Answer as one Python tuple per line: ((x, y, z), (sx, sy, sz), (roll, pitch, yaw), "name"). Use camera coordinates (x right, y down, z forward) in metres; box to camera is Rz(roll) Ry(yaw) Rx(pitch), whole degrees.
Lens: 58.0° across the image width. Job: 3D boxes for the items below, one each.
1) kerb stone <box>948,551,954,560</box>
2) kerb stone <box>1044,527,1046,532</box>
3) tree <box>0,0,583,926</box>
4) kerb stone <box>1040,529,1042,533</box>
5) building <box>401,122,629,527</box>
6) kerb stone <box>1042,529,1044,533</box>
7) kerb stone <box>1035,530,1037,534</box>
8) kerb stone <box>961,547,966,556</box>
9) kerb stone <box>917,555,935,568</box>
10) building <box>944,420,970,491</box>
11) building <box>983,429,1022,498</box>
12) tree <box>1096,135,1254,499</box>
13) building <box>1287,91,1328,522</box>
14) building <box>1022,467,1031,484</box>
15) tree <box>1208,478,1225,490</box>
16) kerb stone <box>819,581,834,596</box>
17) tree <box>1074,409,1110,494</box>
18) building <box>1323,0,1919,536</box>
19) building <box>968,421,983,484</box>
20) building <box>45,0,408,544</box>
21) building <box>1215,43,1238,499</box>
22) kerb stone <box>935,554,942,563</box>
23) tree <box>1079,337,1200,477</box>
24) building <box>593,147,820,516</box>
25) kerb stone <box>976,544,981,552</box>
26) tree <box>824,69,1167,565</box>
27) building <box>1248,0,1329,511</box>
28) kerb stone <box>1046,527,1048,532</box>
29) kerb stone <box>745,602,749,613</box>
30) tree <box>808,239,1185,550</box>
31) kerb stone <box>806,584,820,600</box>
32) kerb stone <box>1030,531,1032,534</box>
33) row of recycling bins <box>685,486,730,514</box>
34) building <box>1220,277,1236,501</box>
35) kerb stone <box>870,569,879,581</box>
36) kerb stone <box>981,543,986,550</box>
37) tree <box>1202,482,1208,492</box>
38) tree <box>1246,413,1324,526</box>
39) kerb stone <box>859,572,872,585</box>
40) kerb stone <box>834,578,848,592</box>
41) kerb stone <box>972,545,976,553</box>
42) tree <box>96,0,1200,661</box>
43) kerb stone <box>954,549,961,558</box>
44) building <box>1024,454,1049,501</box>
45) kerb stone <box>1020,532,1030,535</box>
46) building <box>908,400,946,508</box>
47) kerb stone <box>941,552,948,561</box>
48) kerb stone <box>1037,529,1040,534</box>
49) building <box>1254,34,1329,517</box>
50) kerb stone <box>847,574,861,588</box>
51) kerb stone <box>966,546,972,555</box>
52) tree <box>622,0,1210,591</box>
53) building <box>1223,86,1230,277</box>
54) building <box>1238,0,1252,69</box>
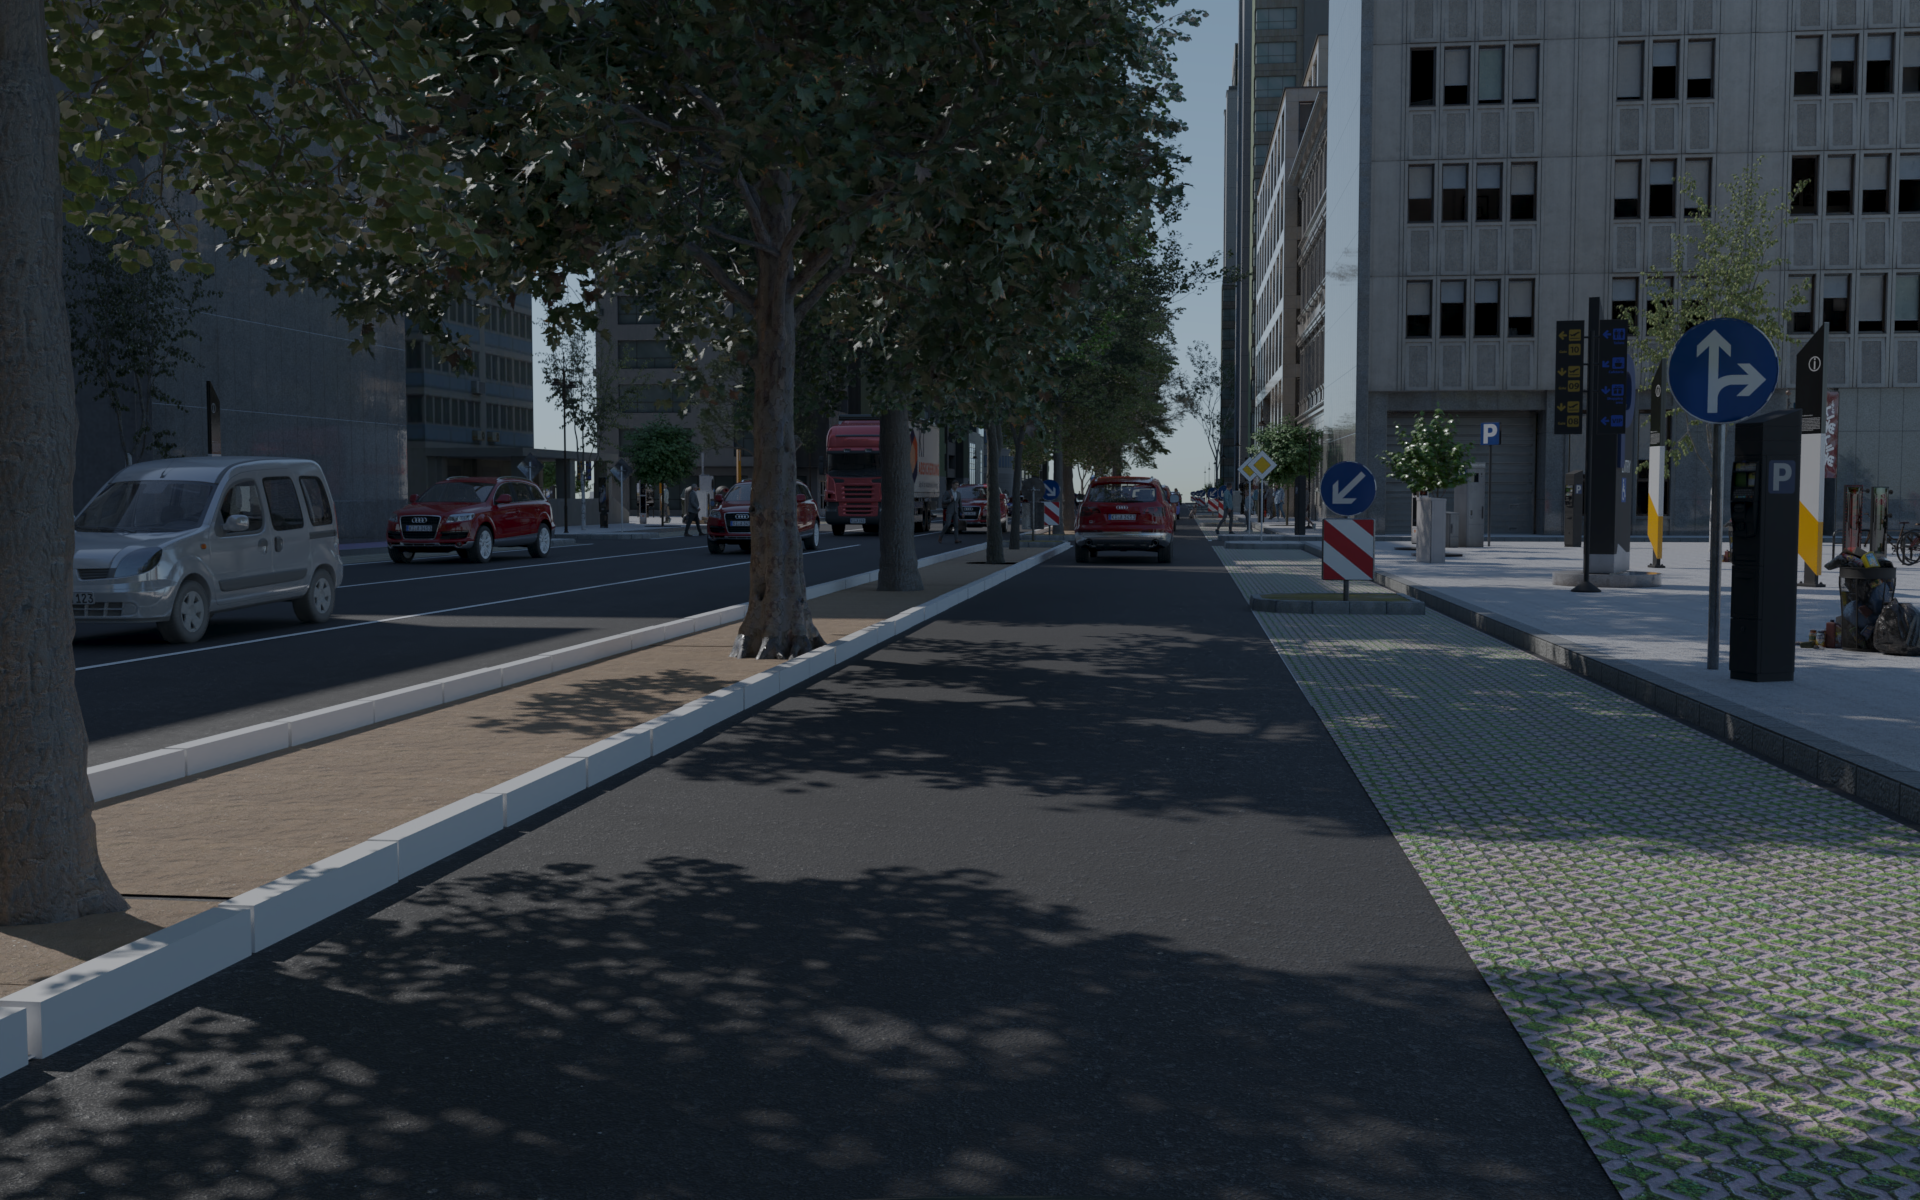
((-0.299, -0.948, 37.693), (0.120, 0.150, 1.000), (0, 4, 7), "kerb stone")
((2.983, -2.534, 63.620), (0.120, 0.150, 1.000), (0, 4, 7), "kerb stone")
((-3.095, -5.169, 5.102), (7.486, 12.596, 7.792), (0, 3, 0), "tree")
((2.723, -2.410, 61.592), (0.120, 0.150, 1.000), (0, 4, 7), "kerb stone")
((-31.480, -23.159, 70.538), (32.217, 40.220, 23.993), (0, 4, 7), "building")
((2.854, -2.469, 62.606), (0.120, 0.150, 1.000), (0, 4, 7), "kerb stone")
((2.470, -2.285, 59.547), (0.120, 0.150, 1.000), (0, 4, 7), "kerb stone")
((-0.037, -1.073, 39.731), (0.120, 0.150, 1.000), (0, 4, 7), "kerb stone")
((-0.684, -0.761, 34.641), (0.120, 0.150, 1.000), (0, 4, 7), "kerb stone")
((-6.879, -24.288, 168.805), (14.160, 30.474, 14.107), (0, 4, 7), "building")
((-3.494, -42.052, 229.545), (21.231, 58.520, 28.212), (0, 4, 7), "building")
((8.480, -14.189, 90.330), (12.611, 20.169, 13.585), (0, 3, 0), "tree")
((22.073, -15.072, 82.584), (11.583, 22.565, 21.152), (0, 4, 7), "building")
((-1.033, -39.118, 259.188), (23.786, 49.044, 30.456), (0, 4, 7), "building")
((28.111, -11.708, 186.027), (1.663, 3.219, 1.824), (0, 3, 0), "tree")
((-1.969, -0.139, 24.488), (0.120, 0.150, 1.000), (0, 4, 7), "kerb stone")
((5.269, -7.416, 74.075), (4.360, 8.622, 3.978), (0, 3, 0), "tree")
((22.913, -14.679, 58.024), (19.932, 24.808, 12.078), (0, 4, 7), "building")
((-8.233, -53.656, 189.955), (22.319, 86.520, 31.000), (0, 4, 7), "building")
((-25.929, -13.740, 42.675), (19.932, 24.808, 12.078), (0, 4, 7), "building")
((51.014, -51.085, 273.489), (20.563, 71.187, 20.611), (0, 4, 7), "building")
((-0.559, -0.823, 35.656), (0.120, 0.150, 1.000), (0, 4, 7), "kerb stone")
((9.277, -11.736, 104.710), (12.009, 13.543, 11.850), (0, 3, 0), "tree")
((-13.343, -20.397, 105.194), (14.160, 30.474, 14.107), (0, 4, 7), "building")
((0.350, -1.260, 42.790), (0.120, 0.150, 1.000), (0, 4, 7), "kerb stone")
((0.621, -6.533, 35.031), (9.928, 11.665, 9.643), (0, 3, 0), "tree")
((30.025, -27.751, 137.320), (14.154, 41.232, 14.086), (0, 4, 7), "building")
((3.110, -2.596, 64.637), (0.120, 0.150, 1.000), (0, 4, 7), "kerb stone")
((-2.473, 0.109, 20.419), (0.120, 0.150, 1.000), (0, 4, 7), "kerb stone")
((1.331, -6.546, 43.892), (8.767, 10.594, 7.601), (0, 4, 7), "tree")
((-2.088, -0.078, 23.472), (0.120, 0.150, 1.000), (0, 4, 7), "kerb stone")
((2.206, -2.160, 57.510), (0.120, 0.150, 1.000), (0, 4, 7), "kerb stone")
((-12.419, -4.945, 87.963), (3.534, 1.692, 1.069), (-3, 5, -42), "row of recycling bins")
((41.635, -28.035, 230.067), (14.160, 30.474, 14.107), (0, 4, 7), "building")
((-1.448, -0.389, 28.550), (0.120, 0.150, 1.000), (0, 4, 7), "kerb stone")
((0.477, -1.322, 43.805), (0.120, 0.150, 1.000), (0, 4, 7), "kerb stone")
((35.417, -15.372, 245.925), (1.663, 3.219, 1.824), (0, 3, 0), "tree")
((13.127, -5.262, 69.746), (4.285, 4.588, 4.351), (0, 3, 0), "tree")
((-1.589, -0.323, 27.532), (0.120, 0.150, 1.000), (0, 4, 7), "kerb stone")
((-1.845, -0.198, 25.503), (0.120, 0.150, 1.000), (0, 4, 7), "kerb stone")
((0.217, -1.198, 41.777), (0.120, 0.150, 1.000), (0, 4, 7), "kerb stone")
((-1.634, -5.835, 14.862), (9.611, 12.733, 9.660), (0, 3, 0), "tree")
((-0.167, -1.010, 38.713), (0.120, 0.150, 1.000), (0, 4, 7), "kerb stone")
((7.057, -31.199, 281.802), (14.160, 30.474, 14.107), (0, 4, 7), "building")
((2.082, -2.096, 56.486), (0.120, 0.150, 1.000), (0, 4, 7), "kerb stone")
((-9.120, -28.767, 153.932), (14.154, 41.232, 14.086), (0, 4, 7), "building")
((-0.430, -0.881, 36.673), (0.120, 0.150, 1.000), (0, 4, 7), "kerb stone")
((2.599, -2.347, 60.571), (0.120, 0.150, 1.000), (0, 4, 7), "kerb stone")
((29.247, -18.673, 109.817), (19.350, 26.468, 34.151), (0, 4, 7), "building")
((-1.709, -0.261, 26.516), (0.120, 0.150, 1.000), (0, 4, 7), "kerb stone")
((0.093, -1.135, 40.750), (0.120, 0.150, 1.000), (0, 4, 7), "kerb stone")
((-0.894, -7.094, 25.098), (9.857, 13.997, 8.962), (0, 3, 0), "tree")
((48.478, -43.281, 249.636), (21.231, 58.520, 28.212), (0, 4, 7), "building")
((40.238, -39.367, 185.649), (21.231, 58.520, 28.212), (0, 4, 7), "building")
